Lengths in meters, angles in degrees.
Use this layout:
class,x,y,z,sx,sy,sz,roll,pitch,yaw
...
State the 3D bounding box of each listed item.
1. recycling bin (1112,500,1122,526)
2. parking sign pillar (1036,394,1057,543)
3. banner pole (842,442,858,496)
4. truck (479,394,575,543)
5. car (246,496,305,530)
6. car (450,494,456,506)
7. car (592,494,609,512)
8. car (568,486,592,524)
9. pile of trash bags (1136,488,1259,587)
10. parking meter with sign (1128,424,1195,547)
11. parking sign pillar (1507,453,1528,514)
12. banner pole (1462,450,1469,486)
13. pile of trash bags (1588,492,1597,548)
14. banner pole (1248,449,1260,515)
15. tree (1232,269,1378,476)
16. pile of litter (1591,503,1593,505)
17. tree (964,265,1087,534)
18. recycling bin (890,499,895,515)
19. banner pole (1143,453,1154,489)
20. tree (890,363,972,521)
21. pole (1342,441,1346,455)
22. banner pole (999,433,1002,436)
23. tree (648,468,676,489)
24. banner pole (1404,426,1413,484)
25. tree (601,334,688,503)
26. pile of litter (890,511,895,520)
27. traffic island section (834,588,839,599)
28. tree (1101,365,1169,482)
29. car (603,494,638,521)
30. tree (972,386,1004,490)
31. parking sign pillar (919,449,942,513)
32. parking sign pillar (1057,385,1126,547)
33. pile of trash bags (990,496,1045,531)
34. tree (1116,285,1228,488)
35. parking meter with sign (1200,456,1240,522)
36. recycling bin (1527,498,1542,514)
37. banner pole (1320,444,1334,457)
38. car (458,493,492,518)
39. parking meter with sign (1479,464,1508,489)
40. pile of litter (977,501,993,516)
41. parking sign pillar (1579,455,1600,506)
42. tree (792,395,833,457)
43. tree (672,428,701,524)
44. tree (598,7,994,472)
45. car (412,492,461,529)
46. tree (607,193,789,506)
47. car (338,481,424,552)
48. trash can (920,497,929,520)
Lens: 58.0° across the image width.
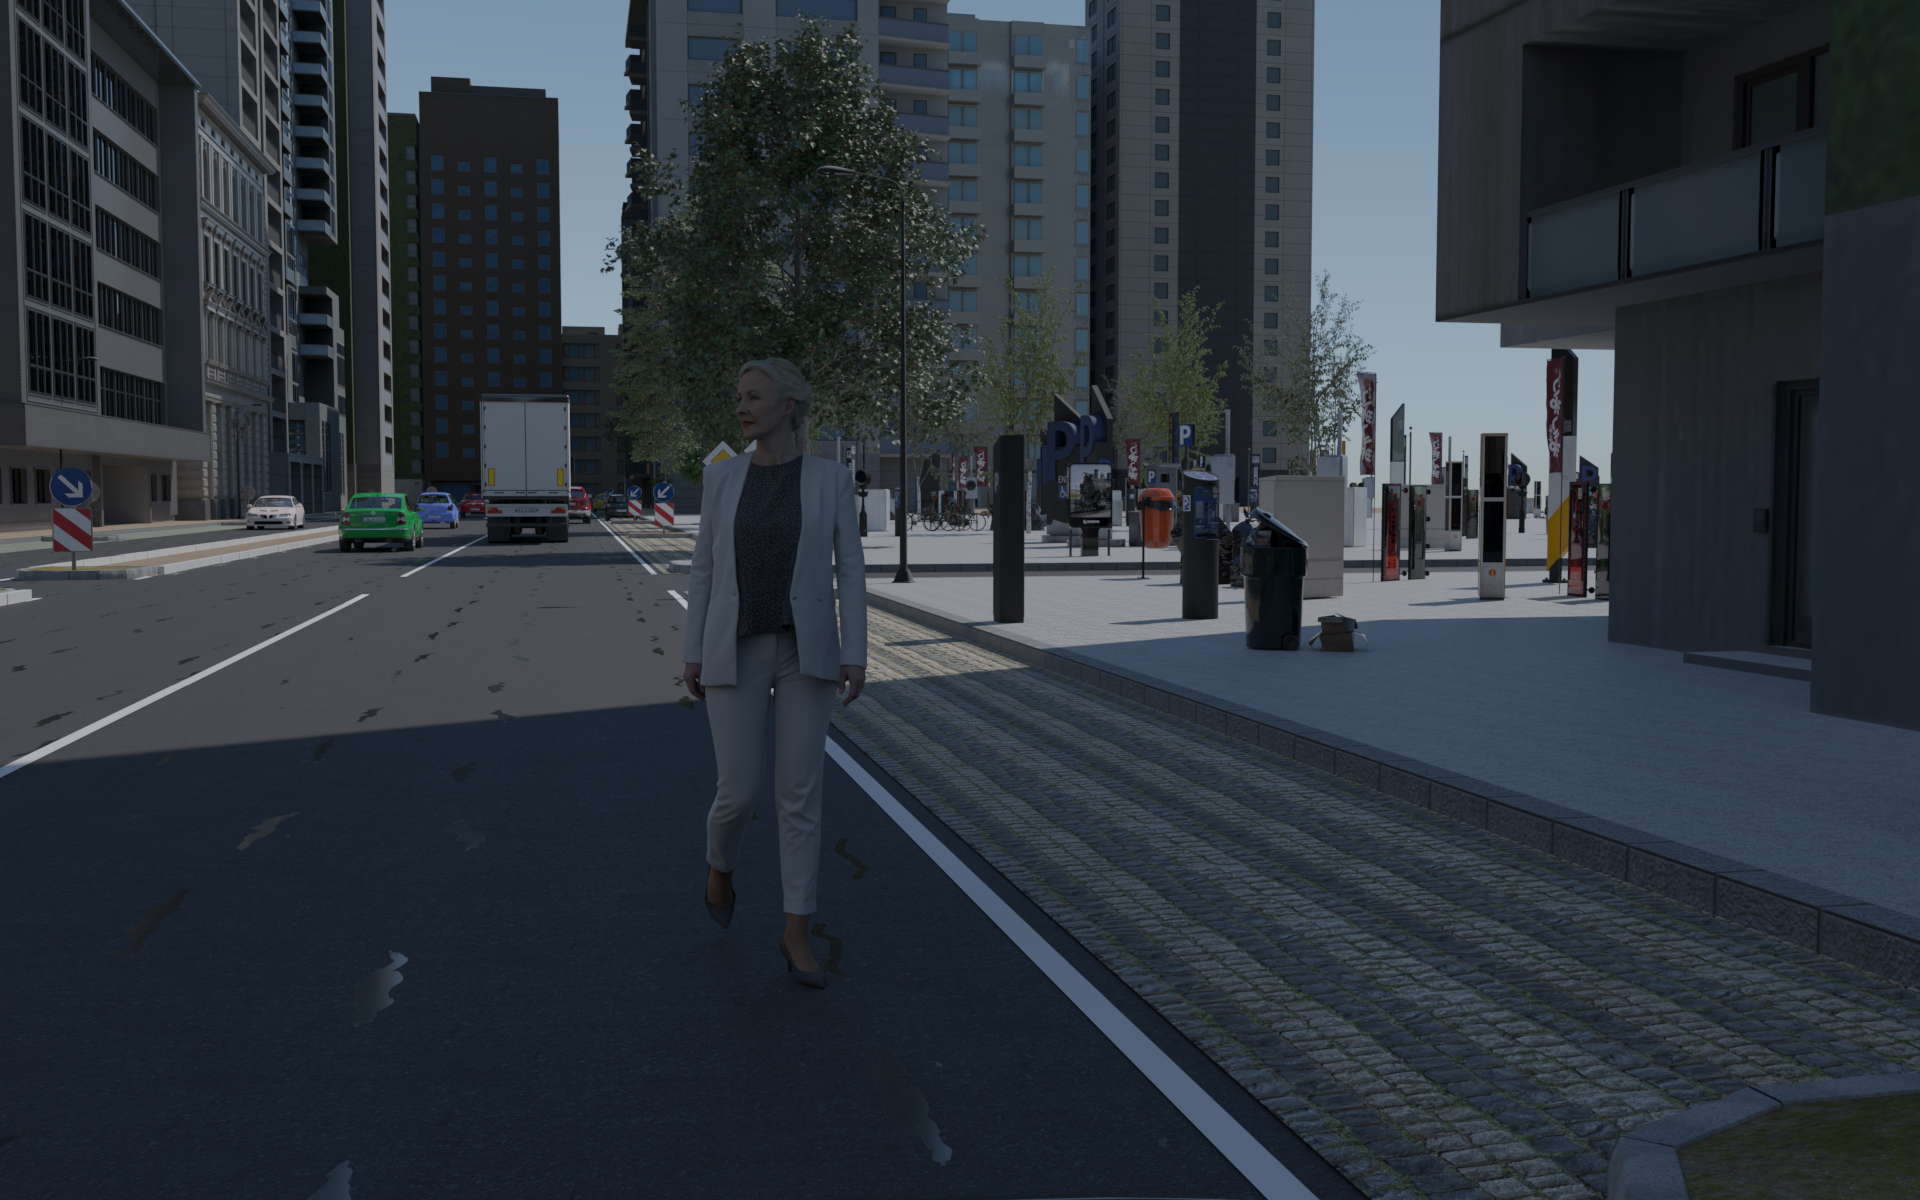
class,x,y,z,sx,sy,sz,roll,pitch,yaw
recycling bin,6.082,-3.476,69.379,0.722,1.027,0.722,0,4,-8
parking sign pillar,2.891,-3.523,46.075,1.447,3.967,1.447,-3,5,-40
banner pole,-5.347,-5.660,82.551,0.863,3.779,0.401,-1,4,-9
truck,-13.488,-3.996,54.246,2.839,4.237,11.283,-1,4,-13
car,-27.986,-3.579,70.875,2.083,1.381,4.827,-1,4,-14
car,-50.666,-9.823,170.398,2.009,1.686,4.222,-1,4,-11
car,-28.995,-8.009,141.170,2.015,1.641,3.980,-1,4,-11
car,-19.171,-4.658,84.833,2.281,1.827,5.304,-1,4,-14
pile of trash bags,3.795,-0.950,25.279,1.912,1.369,3.447,-3,4,-36
parking meter with sign,4.949,-2.841,42.706,1.738,3.016,0.543,-2,4,-34
parking sign pillar,36.191,-7.584,112.476,1.447,3.967,1.447,-2,4,-30
banner pole,28.819,-6.658,98.880,0.401,3.779,0.863,-1,4,-8
pile of trash bags,16.008,-2.019,42.758,1.912,1.369,3.447,1,4,12
banner pole,16.069,-6.423,95.029,0.863,3.779,0.401,0,4,2
tree,11.150,-6.475,56.236,4.360,8.622,3.978,0,3,0
pile of litter,41.993,-6.140,114.357,1.176,0.858,1.719,-3,5,-42
tree,2.197,-6.476,56.251,4.737,8.622,4.395,0,3,0
recycling bin,-3.854,-5.151,96.768,0.722,1.027,0.722,1,4,13
banner pole,11.615,-7.101,106.122,0.863,3.779,0.401,1,4,21
tree,-1.821,-7.815,78.136,4.360,8.622,3.978,0,3,0
pole,14.656,-4.428,66.240,0.158,3.312,0.155,0,3,0
banner pole,1.635,-4.991,71.621,0.401,3.779,0.863,0,4,-4
tree,-18.632,-7.021,109.398,1.663,3.219,1.824,0,3,0
banner pole,16.475,-4.539,64.229,0.863,3.779,0.401,3,5,40
tree,-17.622,-10.250,101.997,7.601,10.594,8.767,-1,4,-15
pile of litter,-3.827,-4.324,84.666,1.719,0.858,1.176,0,4,4
traffic island section,-2.653,-0.145,24.647,2.009,0.180,2.903,-1,4,-13
tree,9.817,-9.061,98.511,4.360,8.622,3.978,0,3,0
car,-18.178,-5.090,93.009,2.009,1.686,4.222,-1,4,-11
tree,0.096,-8.940,96.531,4.360,8.622,3.978,0,3,0
parking sign pillar,-1.734,-7.006,103.016,1.447,3.967,1.447,1,4,19
parking sign pillar,3.343,-3.296,42.359,1.447,3.967,1.447,-1,4,-13
pile of trash bags,2.664,-3.148,61.230,3.447,1.369,1.912,1,4,12
tree,7.619,-6.821,61.884,4.737,8.622,4.395,0,3,0
parking meter with sign,11.840,-5.054,78.897,1.738,3.016,0.543,0,4,-6
recycling bin,37.864,-6.221,114.271,0.722,1.027,0.722,-2,4,-30
banner pole,18.425,-5.923,86.857,0.863,3.779,0.401,0,4,5
car,-29.955,-6.002,107.166,2.155,1.783,4.494,-1,4,-14
parking meter with sign,24.919,-5.232,81.798,1.738,3.016,0.543,2,4,34
pile of litter,1.690,-5.380,101.921,1.719,0.858,1.176,-2,4,-30
parking sign pillar,43.414,-8.014,119.500,1.447,3.967,1.447,0,4,5
tree,-6.946,-7.835,78.472,4.737,8.622,4.395,0,3,0
tree,-10.639,-5.501,73.653,4.285,4.588,4.351,0,3,0
tree,-3.789,-7.607,41.386,9.611,12.733,9.660,0,3,0
car,-21.893,-3.839,72.366,1.945,1.707,3.694,-1,4,-14
tree,-9.170,-8.977,64.897,7.486,12.596,7.792,0,3,0
car,-14.849,-2.186,44.534,1.959,1.807,4.718,-1,4,-13
trash can,-1.705,-4.470,84.738,0.748,1.137,0.748,0,3,0
